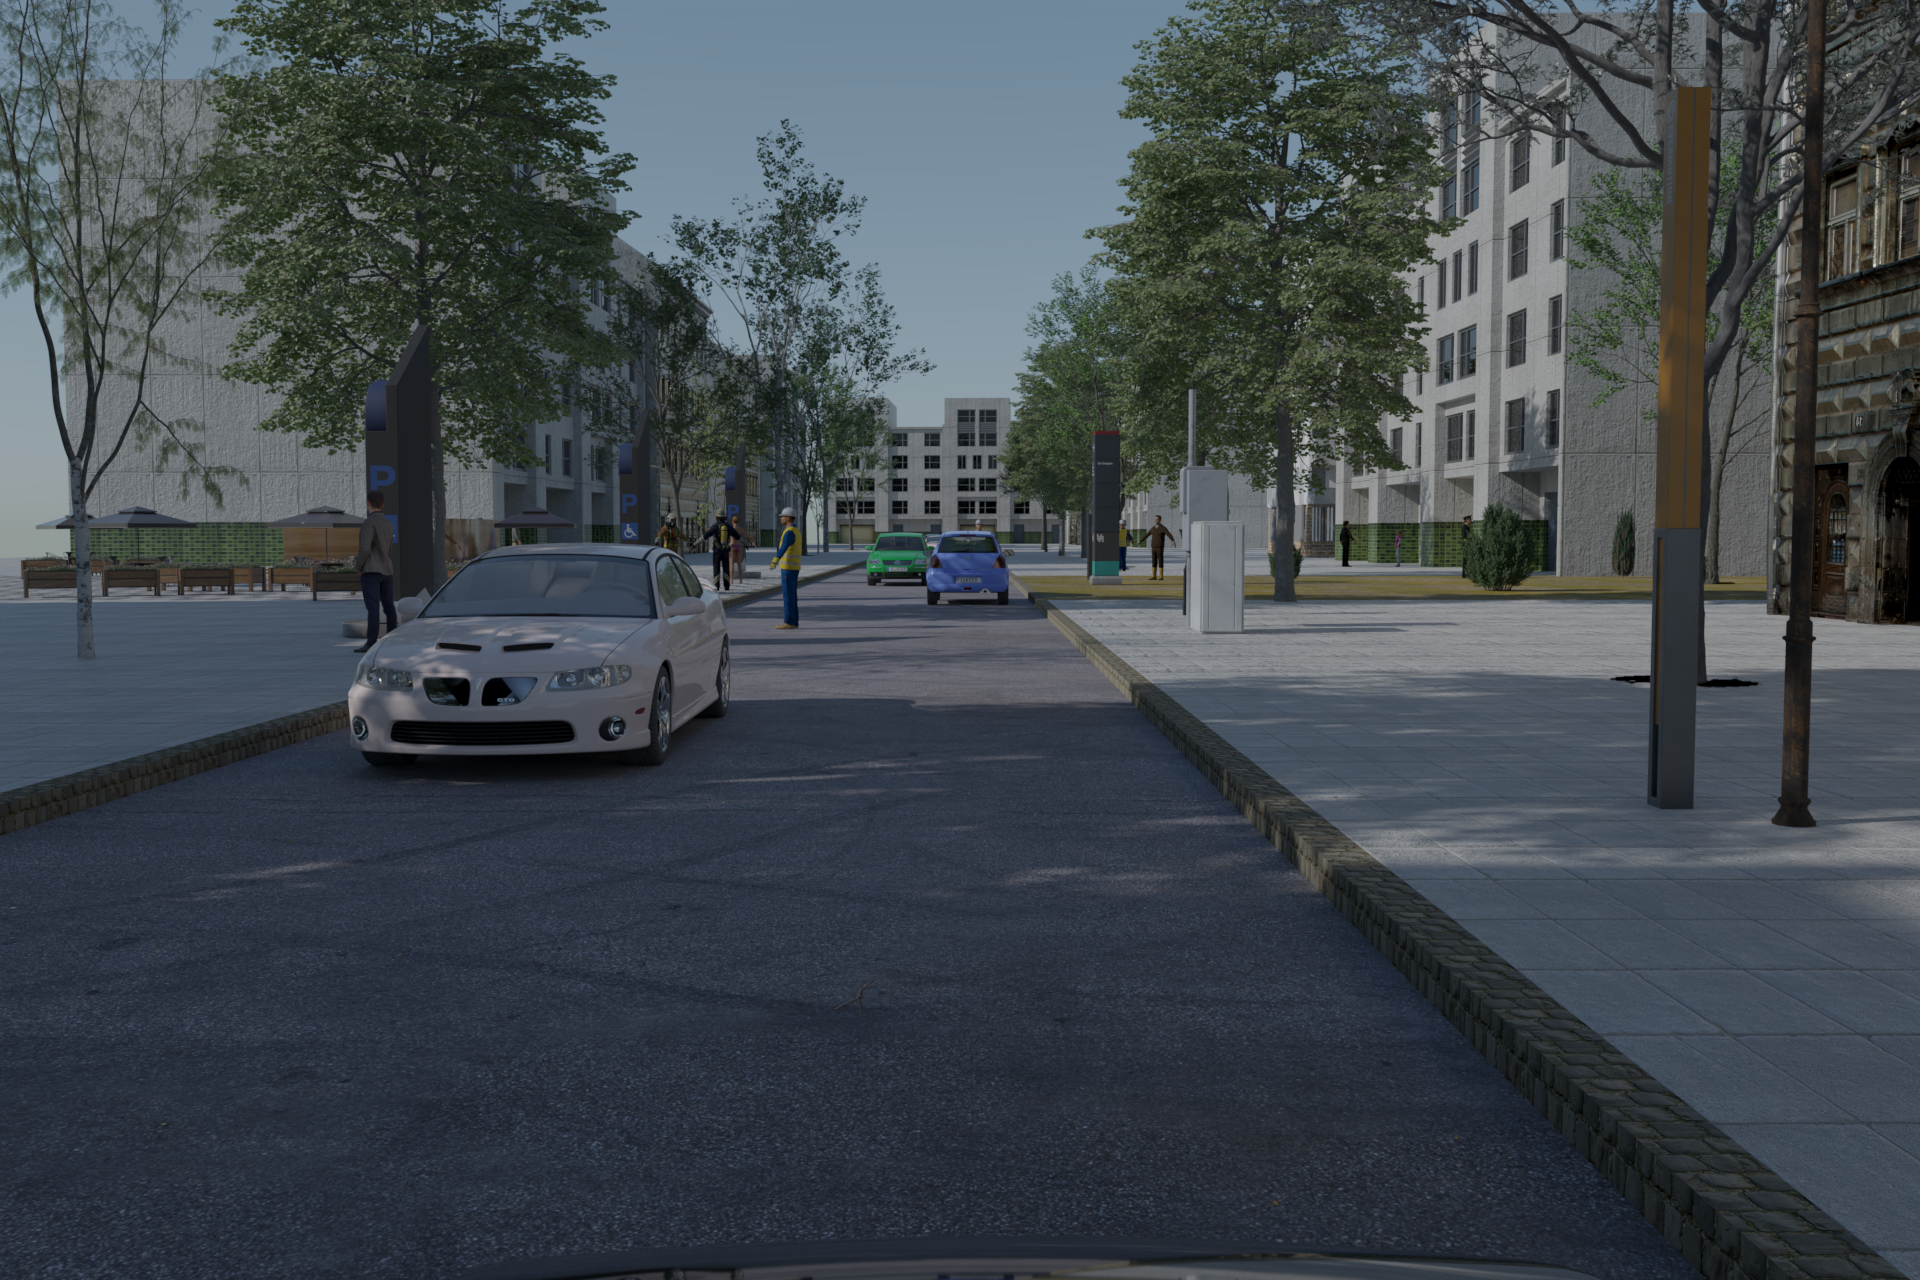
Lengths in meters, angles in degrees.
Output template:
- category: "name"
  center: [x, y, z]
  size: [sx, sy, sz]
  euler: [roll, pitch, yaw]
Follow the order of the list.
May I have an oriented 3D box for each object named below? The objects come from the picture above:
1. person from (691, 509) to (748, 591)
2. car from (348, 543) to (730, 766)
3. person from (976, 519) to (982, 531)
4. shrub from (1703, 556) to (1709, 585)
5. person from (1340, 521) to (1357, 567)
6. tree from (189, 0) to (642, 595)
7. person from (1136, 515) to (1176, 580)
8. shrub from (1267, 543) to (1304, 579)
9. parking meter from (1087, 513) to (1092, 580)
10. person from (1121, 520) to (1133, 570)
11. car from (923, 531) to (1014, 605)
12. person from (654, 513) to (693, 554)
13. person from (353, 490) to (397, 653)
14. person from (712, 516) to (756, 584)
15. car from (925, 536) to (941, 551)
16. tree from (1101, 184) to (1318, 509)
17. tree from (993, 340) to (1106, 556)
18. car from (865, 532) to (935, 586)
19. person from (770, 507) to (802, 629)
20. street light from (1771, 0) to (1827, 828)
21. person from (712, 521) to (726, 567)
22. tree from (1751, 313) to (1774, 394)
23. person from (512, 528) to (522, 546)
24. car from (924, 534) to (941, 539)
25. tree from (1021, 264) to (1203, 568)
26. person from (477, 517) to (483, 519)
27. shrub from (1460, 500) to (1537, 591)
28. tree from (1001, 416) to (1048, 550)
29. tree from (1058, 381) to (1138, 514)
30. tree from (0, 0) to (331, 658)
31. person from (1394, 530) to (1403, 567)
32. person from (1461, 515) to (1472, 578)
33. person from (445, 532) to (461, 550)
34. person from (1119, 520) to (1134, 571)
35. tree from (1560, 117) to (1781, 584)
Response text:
- category: "person"
  center: [-5.420, -2.047, 39.243]
  size: [1.354, 1.856, 0.705]
  euler: [-2, 4, -25]
- category: "car"
  center: [-2.754, 0.008, 12.229]
  size: [2.083, 1.381, 4.827]
  euler: [0, 3, 0]
- category: "person"
  center: [0.547, -2.512, 49.380]
  size: [1.347, 1.847, 0.705]
  euler: [-1, 4, -11]
- category: "shrub"
  center: [16.198, -1.683, 38.633]
  size: [1.383, 1.207, 1.383]
  euler: [0, 3, 0]
- category: "person"
  center: [15.053, -3.745, 67.424]
  size: [0.705, 1.806, 1.347]
  euler: [-1, 4, -13]
- category: "tree"
  center: [-9.027, -6.779, 28.961]
  size: [7.486, 12.596, 7.792]
  euler: [0, 3, 0]
- category: "person"
  center: [5.478, -2.566, 48.100]
  size: [1.346, 1.812, 0.704]
  euler: [3, 5, 42]
- category: "shrub"
  center: [8.758, -2.167, 46.555]
  size: [1.383, 1.207, 1.383]
  euler: [0, 3, 0]
- category: "parking meter"
  center: [3.768, -2.620, 48.543]
  size: [0.399, 1.863, 0.255]
  euler: [0, 4, 0]
- category: "person"
  center: [5.895, -3.429, 62.287]
  size: [0.704, 1.802, 1.346]
  euler: [-1, 4, -16]
- category: "car"
  center: [0.176, -1.638, 36.372]
  size: [1.945, 1.707, 3.694]
  euler: [0, 4, 1]
- category: "person"
  center: [-7.951, -2.576, 47.885]
  size: [0.705, 1.858, 1.354]
  euler: [3, 5, 40]
- category: "person"
  center: [-6.489, -0.756, 18.940]
  size: [0.750, 1.759, 0.617]
  euler: [2, 4, 33]
- category: "person"
  center: [-5.818, -2.317, 44.685]
  size: [1.217, 1.733, 0.721]
  euler: [-2, 4, -27]
- category: "car"
  center: [-0.753, -3.655, 72.128]
  size: [2.083, 1.381, 4.827]
  euler: [0, 4, -1]
- category: "tree"
  center: [7.710, -8.277, 53.462]
  size: [7.486, 12.596, 7.792]
  euler: [0, 3, 0]
- category: "tree"
  center: [5.777, -11.229, 101.716]
  size: [7.486, 12.596, 7.792]
  euler: [0, 3, 0]
- category: "car"
  center: [-1.684, -2.482, 49.384]
  size: [1.959, 1.807, 4.718]
  euler: [0, 4, 1]
- category: "person"
  center: [-2.603, -1.084, 26.149]
  size: [0.705, 1.833, 1.349]
  euler: [0, 4, 8]
- category: "street light"
  center: [3.686, -2.122, 7.478]
  size: [0.468, 5.910, 1.993]
  euler: [0, 3, 0]
- category: "person"
  center: [-9.196, -3.761, 67.624]
  size: [1.347, 1.817, 0.704]
  euler: [3, 5, 44]
- category: "tree"
  center: [20.484, -7.185, 35.598]
  size: [7.486, 12.596, 7.792]
  euler: [0, 3, 0]
- category: "person"
  center: [-14.921, -3.186, 58.368]
  size: [0.705, 1.796, 1.348]
  euler: [-1, 4, -18]
- category: "car"
  center: [-1.993, -7.240, 130.370]
  size: [2.014, 1.417, 4.499]
  euler: [0, 3, 0]
- category: "tree"
  center: [6.110, -8.602, 66.393]
  size: [9.928, 11.665, 9.643]
  euler: [0, 3, 0]
- category: "person"
  center: [-15.351, -3.019, 55.487]
  size: [0.705, 1.813, 1.348]
  euler: [-1, 4, -16]
- category: "shrub"
  center: [12.120, -2.140, 39.027]
  size: [1.661, 2.075, 1.752]
  euler: [0, 3, 0]
- category: "tree"
  center: [6.773, -12.937, 137.281]
  size: [9.928, 11.665, 9.643]
  euler: [0, 3, 0]
- category: "tree"
  center: [6.272, -8.179, 84.084]
  size: [4.360, 8.622, 3.978]
  euler: [0, 3, 0]
- category: "tree"
  center: [-9.238, -4.131, 17.909]
  size: [4.360, 8.622, 3.978]
  euler: [0, 3, 0]
- category: "person"
  center: [17.096, -3.579, 67.779]
  size: [0.599, 1.433, 0.991]
  euler: [1, 4, 9]
- category: "person"
  center: [14.777, -2.719, 50.383]
  size: [0.705, 1.837, 1.347]
  euler: [2, 4, 26]
- category: "person"
  center: [-12.110, -2.058, 39.794]
  size: [0.704, 1.843, 1.345]
  euler: [3, 5, 43]
- category: "person"
  center: [5.516, -3.256, 59.694]
  size: [1.216, 1.772, 0.721]
  euler: [-2, 4, -32]
- category: "tree"
  center: [19.260, -7.245, 44.216]
  size: [9.928, 11.665, 9.643]
  euler: [0, 3, 0]
